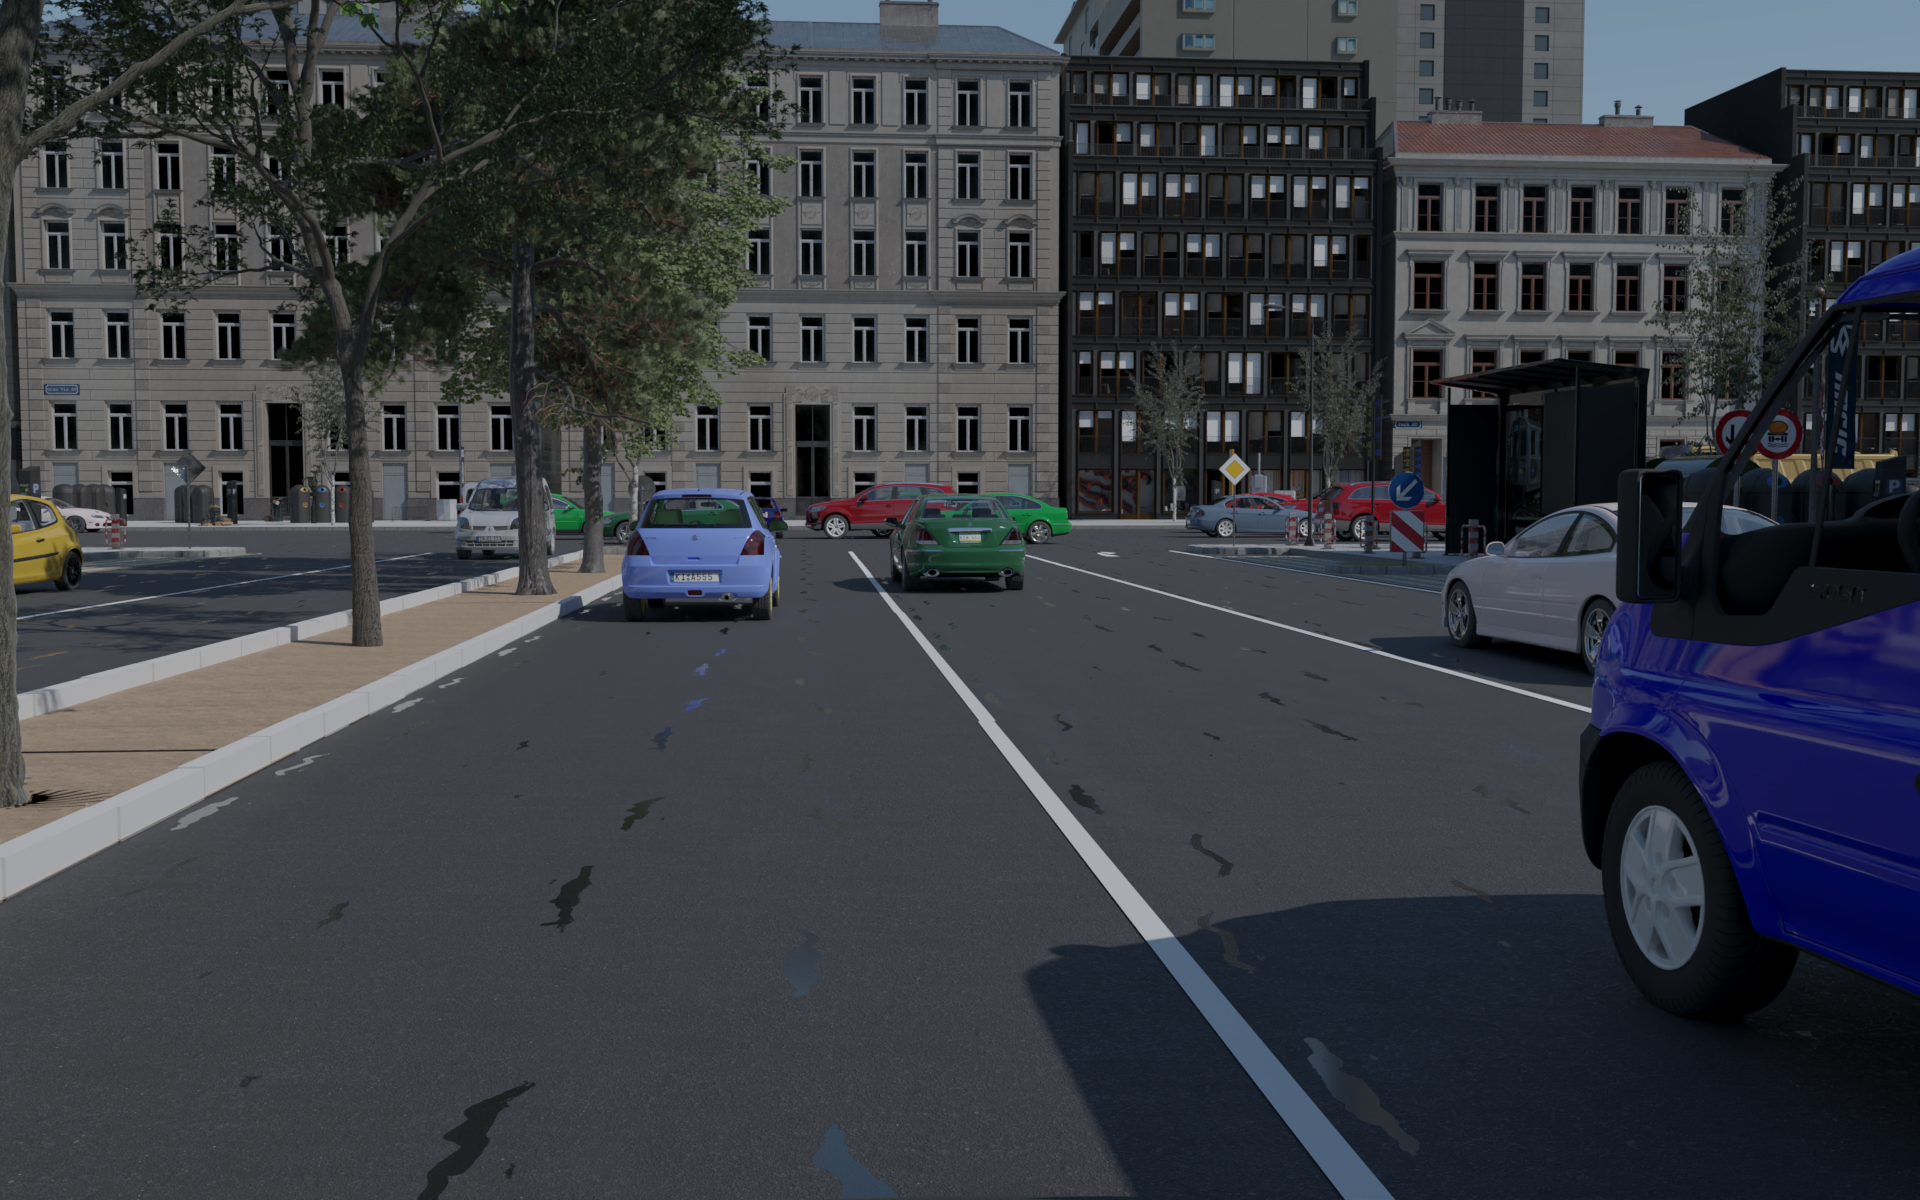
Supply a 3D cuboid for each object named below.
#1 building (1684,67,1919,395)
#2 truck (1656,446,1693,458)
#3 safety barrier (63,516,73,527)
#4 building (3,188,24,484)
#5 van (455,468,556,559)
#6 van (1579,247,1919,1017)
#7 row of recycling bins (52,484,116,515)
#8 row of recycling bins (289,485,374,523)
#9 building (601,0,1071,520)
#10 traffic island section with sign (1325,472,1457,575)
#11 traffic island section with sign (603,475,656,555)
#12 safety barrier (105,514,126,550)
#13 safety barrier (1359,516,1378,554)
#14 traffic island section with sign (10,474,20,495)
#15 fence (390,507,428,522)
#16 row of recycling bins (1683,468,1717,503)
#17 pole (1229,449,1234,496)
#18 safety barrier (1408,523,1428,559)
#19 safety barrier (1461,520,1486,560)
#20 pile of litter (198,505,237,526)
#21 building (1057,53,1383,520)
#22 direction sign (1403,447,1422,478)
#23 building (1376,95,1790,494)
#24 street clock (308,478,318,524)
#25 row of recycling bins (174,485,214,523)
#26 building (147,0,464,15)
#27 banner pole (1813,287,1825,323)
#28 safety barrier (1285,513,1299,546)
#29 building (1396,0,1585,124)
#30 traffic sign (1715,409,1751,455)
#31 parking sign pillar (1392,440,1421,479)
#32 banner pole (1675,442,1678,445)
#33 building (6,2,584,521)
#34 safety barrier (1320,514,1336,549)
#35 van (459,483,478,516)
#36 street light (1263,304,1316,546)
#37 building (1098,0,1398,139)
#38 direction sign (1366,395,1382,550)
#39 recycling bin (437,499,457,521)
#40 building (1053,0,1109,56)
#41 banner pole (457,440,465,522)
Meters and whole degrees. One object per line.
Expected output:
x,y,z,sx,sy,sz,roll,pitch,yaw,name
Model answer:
50.108,-16.225,94.953,15.834,23.373,12.332,0,4,-5,building
31.693,-4.432,68.381,9.791,3.379,3.469,0,4,-7,truck
-19.249,-1.397,37.114,0.300,0.817,1.120,0,4,-5,safety barrier
-67.487,-18.976,86.680,44.131,29.872,17.030,0,4,-5,building
-10.294,-1.978,39.348,2.013,2.044,4.112,0,4,-4,van
3.049,0.077,3.129,2.240,2.365,5.245,0,4,-7,van
-35.455,-3.863,70.266,1.069,1.692,3.534,0,4,5,row of recycling bins
-28.003,-4.288,77.225,3.534,1.692,1.069,-1,4,-23,row of recycling bins
-7.677,-17.864,89.335,25.104,27.353,12.463,0,4,-5,building
7.744,-1.398,31.481,1.989,1.847,2.006,0,4,-5,traffic island section with sign
-7.681,-2.039,41.478,2.006,1.907,1.989,0,4,-5,traffic island section with sign
-19.511,-1.575,40.023,0.300,0.817,1.120,0,4,-5,safety barrier
8.801,-1.409,37.306,0.300,0.817,1.120,0,4,-5,safety barrier
-16.664,-1.287,29.675,1.989,1.847,2.006,0,4,-5,traffic island section with sign
-25.926,-4.054,81.662,0.278,0.683,2.069,3,4,36,fence
13.109,-1.240,27.391,3.534,1.692,1.069,0,4,-7,row of recycling bins
12.340,-5.193,78.755,0.158,3.312,0.155,0,3,0,pole
9.063,-1.229,34.374,0.300,0.817,1.120,0,4,-5,safety barrier
9.327,-1.052,31.468,0.300,0.817,1.120,0,4,-5,safety barrier
-30.022,-3.438,70.183,1.719,0.858,1.176,-2,4,-35,pile of litter
12.640,-16.047,92.052,15.834,23.373,12.332,0,4,-5,building
21.581,-5.548,82.712,0.876,3.537,0.379,1,4,23,direction sign
31.385,-15.754,93.739,21.152,22.565,11.583,0,4,-5,building
-28.138,-4.329,75.348,0.358,2.002,0.471,-3,5,-44,street clock
-34.133,-4.280,77.097,1.069,1.692,3.534,-3,5,-40,row of recycling bins
-54.546,-36.847,144.453,21.231,58.520,28.212,0,4,-5,building
10.606,-1.903,21.125,0.863,3.779,0.401,-1,4,-18,banner pole
8.271,-1.765,43.129,0.300,0.817,1.120,0,4,-5,safety barrier
50.776,-45.455,181.444,20.611,71.187,20.563,0,4,-5,building
11.681,-1.587,26.052,0.768,2.556,0.104,0,4,-4,traffic sign
22.117,-5.957,85.873,1.447,3.967,1.447,0,4,-4,parking sign pillar
34.883,-5.752,84.066,0.863,3.779,0.401,-2,4,-27,banner pole
-32.831,-17.775,87.881,25.104,27.353,12.463,0,4,-5,building
8.537,-1.586,40.212,0.300,0.817,1.120,0,4,-5,safety barrier
-16.199,-3.456,63.509,4.112,2.044,2.013,0,4,-3,van
8.091,-4.281,42.530,1.470,5.913,1.316,0,4,-5,street light
24.246,-32.243,150.868,21.300,48.544,21.600,0,4,-5,building
9.538,-2.934,39.973,0.379,3.537,0.876,-1,4,-8,direction sign
-24.293,-4.247,81.993,0.722,1.027,0.722,0,4,7,recycling bin
25.594,-35.855,175.462,28.713,52.752,27.495,0,4,-5,building
-23.161,-5.537,80.551,0.401,3.779,0.863,0,4,1,banner pole
